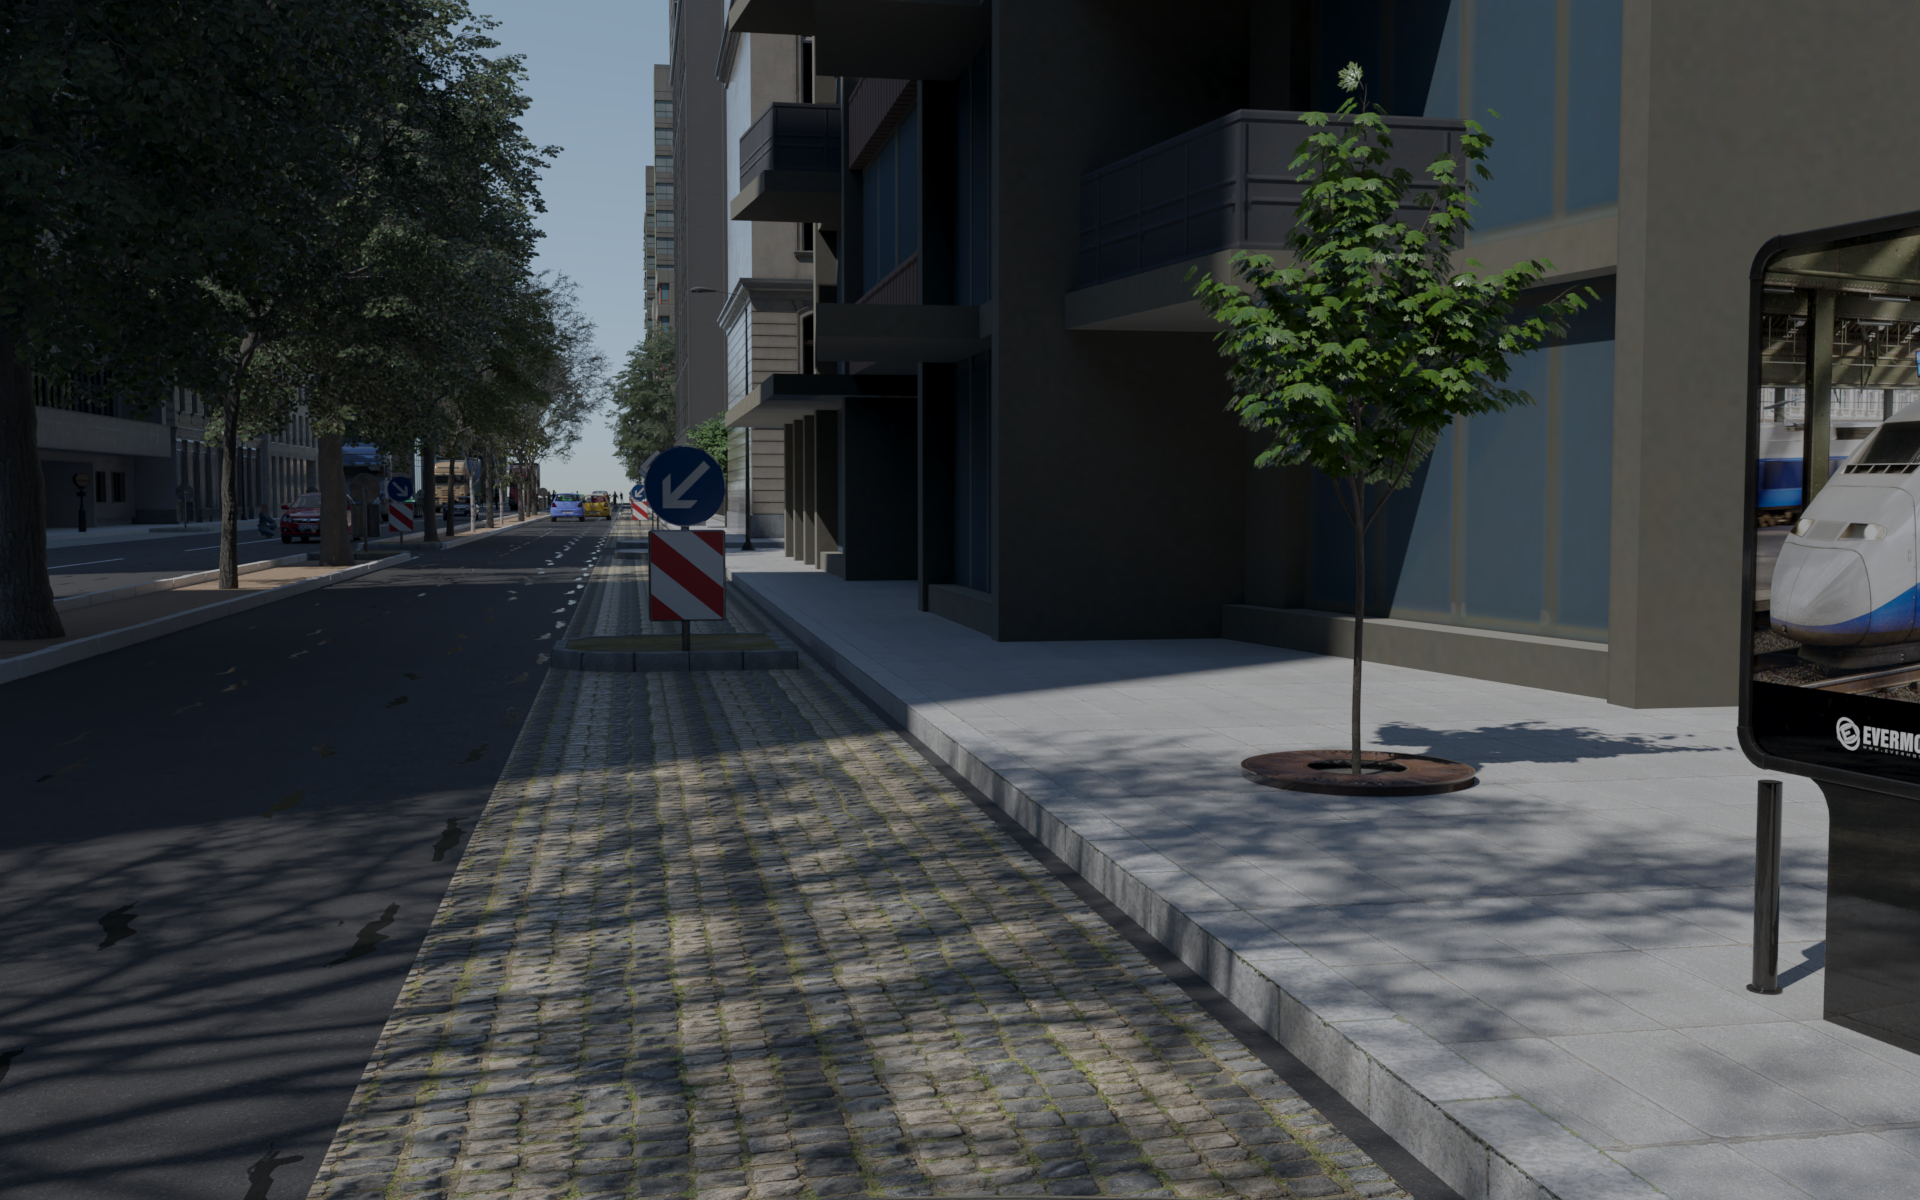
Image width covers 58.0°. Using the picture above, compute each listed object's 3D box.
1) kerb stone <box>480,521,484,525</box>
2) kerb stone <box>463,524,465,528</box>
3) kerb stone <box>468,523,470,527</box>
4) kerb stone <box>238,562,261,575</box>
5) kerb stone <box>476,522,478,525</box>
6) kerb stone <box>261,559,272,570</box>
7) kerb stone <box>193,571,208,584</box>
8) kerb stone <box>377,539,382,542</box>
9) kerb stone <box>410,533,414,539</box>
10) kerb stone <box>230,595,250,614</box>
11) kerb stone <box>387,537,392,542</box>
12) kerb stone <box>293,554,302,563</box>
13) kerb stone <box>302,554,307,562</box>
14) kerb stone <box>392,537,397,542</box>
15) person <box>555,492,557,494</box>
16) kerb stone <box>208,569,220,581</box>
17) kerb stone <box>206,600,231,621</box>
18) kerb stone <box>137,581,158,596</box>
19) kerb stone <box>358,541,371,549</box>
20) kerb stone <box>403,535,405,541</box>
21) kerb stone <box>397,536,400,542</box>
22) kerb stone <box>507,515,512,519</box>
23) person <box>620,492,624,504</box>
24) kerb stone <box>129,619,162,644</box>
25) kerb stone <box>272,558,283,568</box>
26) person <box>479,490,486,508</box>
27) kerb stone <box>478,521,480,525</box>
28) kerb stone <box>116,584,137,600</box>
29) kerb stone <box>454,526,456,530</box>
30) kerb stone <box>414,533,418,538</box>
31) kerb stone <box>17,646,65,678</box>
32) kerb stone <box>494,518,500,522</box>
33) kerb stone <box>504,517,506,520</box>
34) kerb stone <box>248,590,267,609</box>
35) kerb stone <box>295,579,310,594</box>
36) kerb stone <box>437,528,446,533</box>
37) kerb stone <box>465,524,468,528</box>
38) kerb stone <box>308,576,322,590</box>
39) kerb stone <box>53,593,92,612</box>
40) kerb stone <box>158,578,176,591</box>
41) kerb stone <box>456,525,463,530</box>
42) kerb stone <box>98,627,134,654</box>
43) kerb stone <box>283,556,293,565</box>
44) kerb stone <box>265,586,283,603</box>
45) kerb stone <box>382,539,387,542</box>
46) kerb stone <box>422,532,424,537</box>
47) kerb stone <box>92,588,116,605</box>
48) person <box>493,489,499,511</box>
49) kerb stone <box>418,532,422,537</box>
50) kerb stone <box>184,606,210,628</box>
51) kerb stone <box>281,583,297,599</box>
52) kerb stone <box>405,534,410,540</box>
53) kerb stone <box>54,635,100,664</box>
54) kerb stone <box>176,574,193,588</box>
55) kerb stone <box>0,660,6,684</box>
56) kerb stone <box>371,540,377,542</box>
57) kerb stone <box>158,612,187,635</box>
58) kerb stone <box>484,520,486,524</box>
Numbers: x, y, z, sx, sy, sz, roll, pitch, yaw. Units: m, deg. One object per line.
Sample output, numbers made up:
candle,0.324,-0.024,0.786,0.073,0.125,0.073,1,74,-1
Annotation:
kerb stone,-22.359,-3.568,80.534,0.120,0.150,1.000,-1,4,-11
kerb stone,-20.630,-3.013,71.480,0.120,0.150,1.000,-1,4,-11
kerb stone,-21.011,-3.135,73.492,0.120,0.150,1.000,-1,4,-11
kerb stone,-12.998,-0.579,31.663,0.120,0.150,1.000,-1,4,-11
kerb stone,-21.782,-3.383,77.508,0.120,0.150,1.000,-1,4,-11
kerb stone,-13.189,-0.641,32.671,0.120,0.150,1.000,-1,4,-11
kerb stone,-12.223,-0.333,27.642,0.120,0.150,1.000,-1,4,-11
kerb stone,-15.996,-1.531,47.305,0.120,0.150,1.000,-1,4,-11
kerb stone,-17.346,-1.967,54.356,0.120,0.150,1.000,-1,4,-11
kerb stone,-8.808,0.073,21.004,0.120,0.150,1.000,-1,4,-11
kerb stone,-16.378,-1.656,49.320,0.120,0.150,1.000,-1,4,-11
kerb stone,-13.776,-0.826,35.702,0.120,0.150,1.000,-1,4,-11
kerb stone,-13.961,-0.888,36.711,0.120,0.150,1.000,-1,4,-11
kerb stone,-16.571,-1.717,50.324,0.120,0.150,1.000,-1,4,-11
person,-57.651,-14.526,246.514,0.721,1.766,1.217,-1,4,-8
kerb stone,-12.411,-0.395,28.647,0.120,0.150,1.000,-1,4,-11
kerb stone,-8.624,0.135,19.993,0.120,0.150,1.000,-1,4,-11
kerb stone,-11.643,-0.148,24.621,0.120,0.150,1.000,-1,4,-11
kerb stone,-15.612,-1.412,45.290,0.120,0.150,1.000,-1,4,-11
kerb stone,-16.961,-1.844,52.339,0.120,0.150,1.000,-1,4,-11
kerb stone,-16.769,-1.782,51.332,0.120,0.150,1.000,-1,4,-11
kerb stone,-26.033,-4.739,99.671,0.120,0.150,1.000,-1,4,-11
person,-47.881,-14.436,244.979,0.683,1.767,0.568,1,4,12
kerb stone,-8.037,0.325,16.965,0.120,0.150,1.000,-1,4,-11
kerb stone,-13.387,-0.703,33.690,0.120,0.150,1.000,-1,4,-11
person,-49.532,-10.436,179.227,1.348,1.812,0.705,1,4,9
kerb stone,-21.984,-3.441,78.524,0.120,0.150,1.000,-1,4,-11
kerb stone,-11.454,-0.086,23.610,0.120,0.150,1.000,-1,4,-11
kerb stone,-19.855,-2.768,67.459,0.120,0.150,1.000,-1,4,-11
kerb stone,-17.534,-2.026,55.367,0.120,0.150,1.000,-1,4,-11
kerb stone,-7.460,0.511,13.952,0.120,0.150,1.000,-1,4,-11
kerb stone,-24.684,-4.308,92.631,0.120,0.150,1.000,-1,4,-11
kerb stone,-25.065,-4.431,94.643,0.120,0.150,1.000,-1,4,-11
kerb stone,-9.007,0.012,22.007,0.120,0.150,1.000,-1,4,-11
kerb stone,-9.581,-0.167,25.020,0.120,0.150,1.000,-1,4,-11
kerb stone,-19.283,-2.584,64.441,0.120,0.150,1.000,-1,4,-11
kerb stone,-20.816,-3.075,72.488,0.120,0.150,1.000,-1,4,-11
kerb stone,-9.776,-0.234,26.025,0.120,0.150,1.000,-1,4,-11
kerb stone,-11.074,0.048,21.601,0.120,0.150,1.000,-1,4,-11
kerb stone,-11.838,-0.209,25.634,0.120,0.150,1.000,-1,4,-11
kerb stone,-20.435,-2.948,70.472,0.120,0.150,1.000,-1,4,-11
kerb stone,-7.845,0.382,15.960,0.120,0.150,1.000,-1,4,-11
kerb stone,-13.580,-0.761,34.694,0.120,0.150,1.000,-1,4,-11
kerb stone,-9.196,-0.050,23.012,0.120,0.150,1.000,-1,4,-11
kerb stone,-16.184,-1.597,48.309,0.120,0.150,1.000,-1,4,-11
kerb stone,-17.926,-2.152,57.385,0.120,0.150,1.000,-1,4,-11
kerb stone,-11.261,-0.025,22.606,0.120,0.150,1.000,-1,4,-11
person,-39.536,-8.531,147.620,0.705,1.869,1.348,-2,4,-28
kerb stone,-17.733,-2.090,56.375,0.120,0.150,1.000,-1,4,-11
kerb stone,-8.428,0.197,18.976,0.120,0.150,1.000,-1,4,-11
kerb stone,-9.392,-0.110,24.016,0.120,0.150,1.000,-1,4,-11
kerb stone,-17.152,-1.905,53.353,0.120,0.150,1.000,-1,4,-11
kerb stone,-7.662,0.443,14.954,0.120,0.150,1.000,-1,4,-11
kerb stone,-12.024,-0.264,26.640,0.120,0.150,1.000,-1,4,-11
kerb stone,-7.276,0.566,12.947,0.120,0.150,1.000,-1,4,-11
kerb stone,-15.801,-1.465,46.298,0.120,0.150,1.000,-1,4,-11
kerb stone,-8.234,0.261,17.968,0.120,0.150,1.000,-1,4,-11
kerb stone,-22.554,-3.625,81.537,0.120,0.150,1.000,-1,4,-11
